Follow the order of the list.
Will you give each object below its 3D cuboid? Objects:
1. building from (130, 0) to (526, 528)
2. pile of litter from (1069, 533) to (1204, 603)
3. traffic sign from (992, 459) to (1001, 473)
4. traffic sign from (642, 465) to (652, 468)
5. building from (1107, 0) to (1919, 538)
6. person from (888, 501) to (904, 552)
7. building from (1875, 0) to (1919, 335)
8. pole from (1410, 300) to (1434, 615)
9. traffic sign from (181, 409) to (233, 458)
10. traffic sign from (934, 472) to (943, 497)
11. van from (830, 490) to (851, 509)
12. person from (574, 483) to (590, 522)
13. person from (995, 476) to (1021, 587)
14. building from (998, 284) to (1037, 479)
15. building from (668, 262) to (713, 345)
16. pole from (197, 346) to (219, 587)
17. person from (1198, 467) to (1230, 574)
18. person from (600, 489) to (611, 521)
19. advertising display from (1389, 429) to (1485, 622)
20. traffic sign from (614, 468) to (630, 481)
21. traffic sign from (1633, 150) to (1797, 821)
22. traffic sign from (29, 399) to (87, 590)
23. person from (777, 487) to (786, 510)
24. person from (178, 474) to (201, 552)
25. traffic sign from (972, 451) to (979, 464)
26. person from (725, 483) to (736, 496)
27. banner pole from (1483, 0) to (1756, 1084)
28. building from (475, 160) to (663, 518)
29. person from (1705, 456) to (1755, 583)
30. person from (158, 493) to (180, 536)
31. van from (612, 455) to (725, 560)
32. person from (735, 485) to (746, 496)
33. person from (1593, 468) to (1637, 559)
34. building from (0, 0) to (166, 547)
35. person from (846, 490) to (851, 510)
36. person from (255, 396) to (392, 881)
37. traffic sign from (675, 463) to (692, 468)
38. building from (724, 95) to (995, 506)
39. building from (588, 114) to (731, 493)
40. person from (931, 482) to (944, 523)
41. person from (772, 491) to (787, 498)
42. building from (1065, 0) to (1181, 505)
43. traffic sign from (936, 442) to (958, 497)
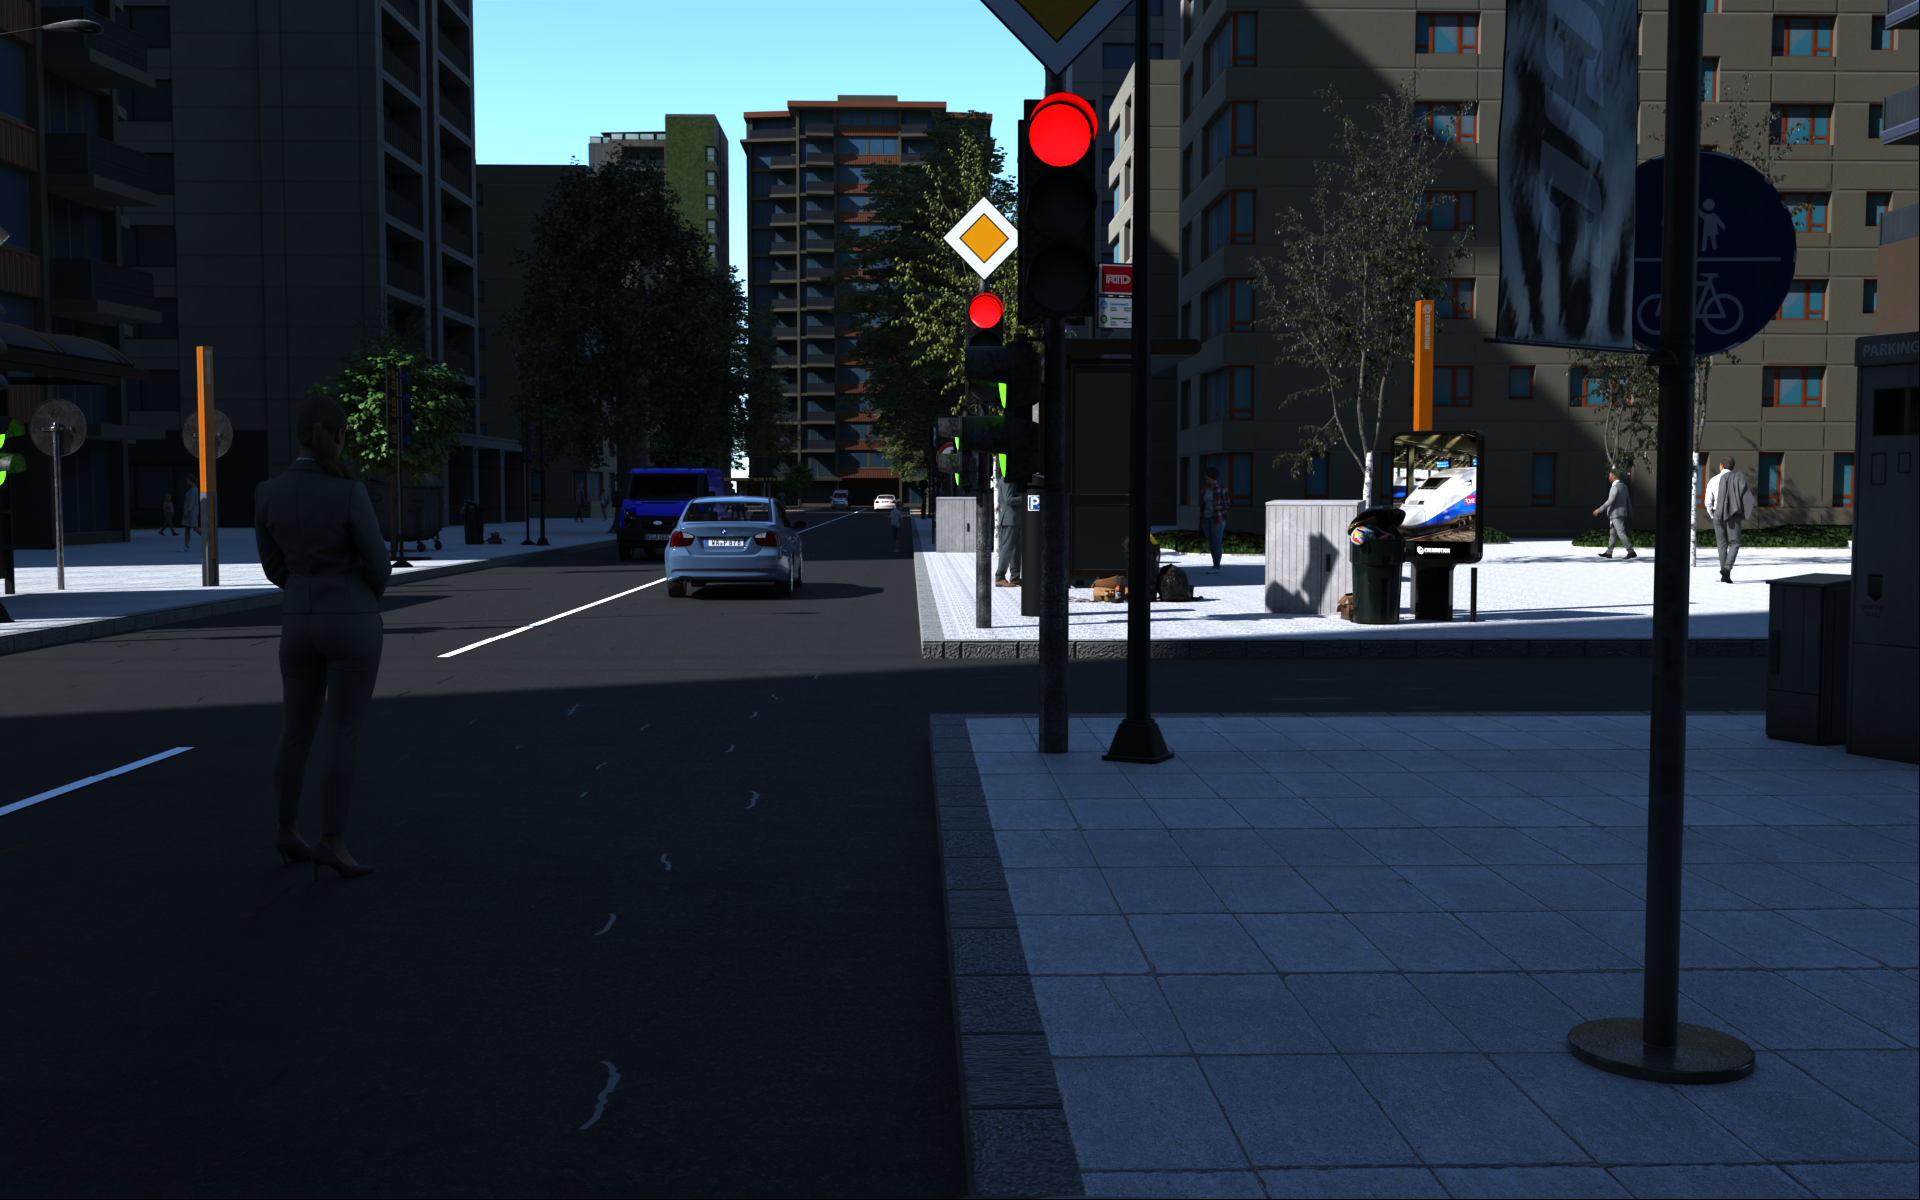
[{"bbox_3d":[-30.206,-38.879,73.917,20.563,71.187,20.611,0,4,-2],"label":"building"},{"bbox_3d":[2.090,-0.422,20.862,1.719,0.858,1.176,0,4,5],"label":"pile of litter"},{"bbox_3d":[1.223,-2.789,45.711,0.768,2.556,0.104,0,4,7],"label":"traffic sign"},{"bbox_3d":[-13.885,-4.708,77.077,0.768,2.556,0.104,0,4,-1],"label":"traffic sign"},{"bbox_3d":[20.948,-13.402,64.164,27.650,21.520,28.899,0,4,-2],"label":"building"},{"bbox_3d":[-1.568,-1.800,42.618,0.352,1.250,0.332,-2,4,-32],"label":"person"},{"bbox_3d":[27.478,-23.258,30.384,14.200,45.320,14.600,0,4,-2],"label":"building"},{"bbox_3d":[4.899,-1.499,18.349,0.158,3.312,0.155,0,3,0],"label":"pole"},{"bbox_3d":[-11.104,-1.557,25.556,0.768,2.556,0.104,0,4,2],"label":"traffic sign"},{"bbox_3d":[-0.651,-3.892,63.736,0.768,2.556,0.104,0,4,6],"label":"traffic sign"},{"bbox_3d":[-11.401,-9.706,165.711,2.013,2.044,4.112,0,4,0],"label":"van"},{"bbox_3d":[-17.164,-4.413,78.385,0.728,1.800,0.709,2,4,30],"label":"person"},{"bbox_3d":[0.784,-1.085,23.956,0.590,1.801,0.661,0,4,2],"label":"person"},{"bbox_3d":[11.072,-25.647,191.025,14.107,30.474,14.160,0,4,-2],"label":"building"},{"bbox_3d":[-36.167,-18.322,144.605,28.899,21.520,27.650,0,4,-2],"label":"building"},{"bbox_3d":[-10.436,-1.846,24.027,0.158,3.312,0.155,0,3,0],"label":"pole"},{"bbox_3d":[4.120,-1.289,27.960,0.643,1.720,0.563,-3,5,-40],"label":"person"},{"bbox_3d":[-16.717,-4.452,81.426,0.503,1.515,0.523,1,4,21],"label":"person"},{"bbox_3d":[4.824,-0.756,17.579,0.974,1.923,0.123,3,5,40],"label":"advertising display"},{"bbox_3d":[-13.581,-4.291,70.162,0.884,2.594,0.081,0,4,5],"label":"traffic sign"},{"bbox_3d":[2.713,-0.392,6.520,0.768,2.556,0.104,0,4,2],"label":"traffic sign"},{"bbox_3d":[-12.065,-1.411,23.172,0.768,2.556,0.104,0,4,-1],"label":"traffic sign"},{"bbox_3d":[-9.217,-4.919,89.166,0.600,1.795,0.529,-2,4,-32],"label":"person"},{"bbox_3d":[-17.027,-1.939,38.495,0.466,1.731,0.760,2,4,31],"label":"person"},{"bbox_3d":[0.170,-2.803,45.935,0.768,2.556,0.104,0,4,5],"label":"traffic sign"},{"bbox_3d":[-11.744,-5.049,88.435,0.661,1.843,0.795,2,4,25],"label":"person"},{"bbox_3d":[1.409,-0.838,3.711,0.863,3.779,0.401,-2,4,-35],"label":"banner pole"},{"bbox_3d":[-33.845,-15.915,105.258,27.650,21.520,28.899,0,4,-2],"label":"building"},{"bbox_3d":[11.126,-1.156,25.037,0.679,1.850,0.850,2,4,35],"label":"person"},{"bbox_3d":[-24.346,-2.628,53.282,0.640,1.303,0.475,-1,4,-12],"label":"person"},{"bbox_3d":[-6.480,-2.133,39.252,2.240,2.365,5.245,0,4,-2],"label":"van"},{"bbox_3d":[-8.888,-3.765,70.335,0.520,1.790,0.573,-1,4,-20],"label":"person"},{"bbox_3d":[13.001,-1.708,34.239,0.850,1.792,0.678,3,5,44],"label":"person"},{"bbox_3d":[-31.565,-23.350,36.397,22.147,44.769,28.867,0,4,-2],"label":"building"},{"bbox_3d":[-10.167,-9.158,158.257,0.705,1.821,1.348,1,4,9],"label":"person"},{"bbox_3d":[-2.368,0.137,6.538,0.520,1.790,0.573,0,4,-3],"label":"person"},{"bbox_3d":[-11.184,-4.278,70.047,0.768,2.556,0.104,0,4,4],"label":"traffic sign"},{"bbox_3d":[-10.861,-32.936,193.133,28.867,44.769,22.147,0,4,-2],"label":"building"},{"bbox_3d":[-32.775,-30.954,189.689,14.086,41.232,14.154,0,4,-2],"label":"building"},{"bbox_3d":[-0.997,-4.286,76.214,0.635,1.810,0.391,-3,5,-43],"label":"person"},{"bbox_3d":[-16.313,-9.198,156.570,1.348,1.807,0.705,0,4,4],"label":"person"},{"bbox_3d":[16.539,-34.975,113.833,21.231,58.520,28.212,0,4,-2],"label":"building"},{"bbox_3d":[-0.196,-2.600,42.609,0.768,2.556,0.104,0,4,1],"label":"traffic sign"}]
